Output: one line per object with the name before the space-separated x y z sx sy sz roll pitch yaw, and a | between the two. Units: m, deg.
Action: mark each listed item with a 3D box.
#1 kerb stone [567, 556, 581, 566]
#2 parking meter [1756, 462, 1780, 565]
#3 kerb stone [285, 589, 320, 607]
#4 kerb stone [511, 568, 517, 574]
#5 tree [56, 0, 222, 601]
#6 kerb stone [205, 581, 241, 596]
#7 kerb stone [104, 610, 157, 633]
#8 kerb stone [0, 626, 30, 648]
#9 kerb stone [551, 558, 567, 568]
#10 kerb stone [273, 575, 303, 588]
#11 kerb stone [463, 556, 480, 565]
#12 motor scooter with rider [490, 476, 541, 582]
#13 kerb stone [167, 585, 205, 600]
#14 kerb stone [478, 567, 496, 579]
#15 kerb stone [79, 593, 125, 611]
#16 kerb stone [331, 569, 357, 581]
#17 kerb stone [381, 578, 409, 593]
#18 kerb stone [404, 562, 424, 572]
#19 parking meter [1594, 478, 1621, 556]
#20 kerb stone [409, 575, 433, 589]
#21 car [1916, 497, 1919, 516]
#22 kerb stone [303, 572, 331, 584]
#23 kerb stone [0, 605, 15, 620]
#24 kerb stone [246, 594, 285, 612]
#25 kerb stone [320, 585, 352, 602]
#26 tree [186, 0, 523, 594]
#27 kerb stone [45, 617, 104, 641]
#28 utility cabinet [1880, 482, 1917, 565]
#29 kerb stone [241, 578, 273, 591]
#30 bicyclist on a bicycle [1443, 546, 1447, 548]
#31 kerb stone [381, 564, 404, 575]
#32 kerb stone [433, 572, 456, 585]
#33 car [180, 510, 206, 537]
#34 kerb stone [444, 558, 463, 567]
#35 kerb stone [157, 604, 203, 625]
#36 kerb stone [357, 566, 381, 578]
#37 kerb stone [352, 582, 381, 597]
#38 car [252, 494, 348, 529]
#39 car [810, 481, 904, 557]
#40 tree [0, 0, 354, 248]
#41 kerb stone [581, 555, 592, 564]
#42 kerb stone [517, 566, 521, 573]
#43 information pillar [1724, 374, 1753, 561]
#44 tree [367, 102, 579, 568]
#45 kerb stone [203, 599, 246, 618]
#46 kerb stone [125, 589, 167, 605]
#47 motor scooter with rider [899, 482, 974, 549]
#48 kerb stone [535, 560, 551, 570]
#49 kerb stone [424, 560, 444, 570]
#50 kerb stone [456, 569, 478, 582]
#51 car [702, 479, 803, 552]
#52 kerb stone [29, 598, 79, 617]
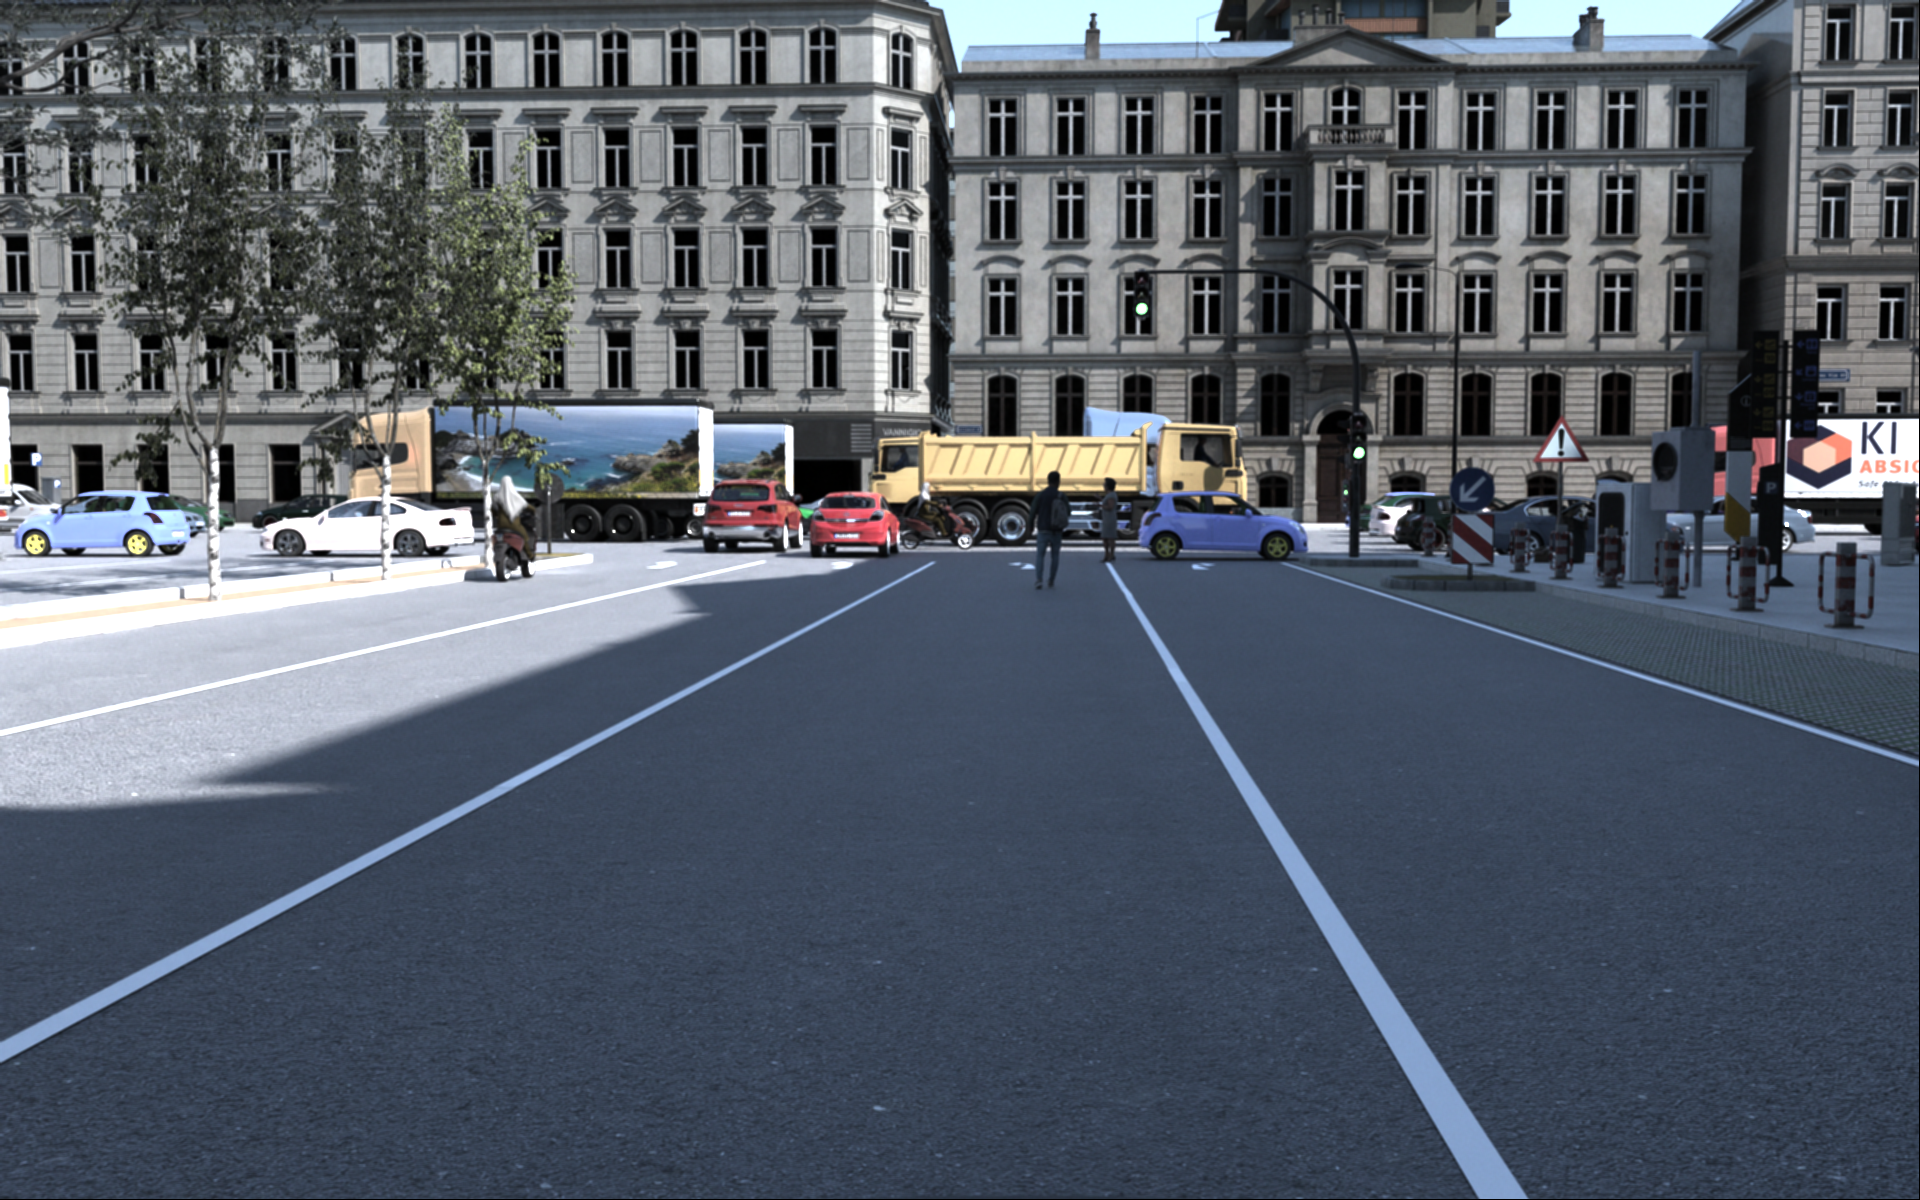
kerb stone | -7.876 -0.773 34.838 0.120 0.150 1.000 0 4 3
parking meter | 14.750 -1.583 31.591 0.399 1.863 0.255 1 4 18
kerb stone | -8.621 -0.014 22.489 0.120 0.150 1.000 0 4 3
kerb stone | -8.123 -0.521 30.707 0.120 0.150 1.000 0 4 3
tree | -9.959 -4.300 23.128 4.360 8.622 3.978 0 3 0
kerb stone | -10.590 -0.153 24.690 0.120 0.150 1.000 0 4 3
kerb stone | -8.867 0.234 18.366 0.120 0.150 1.000 0 4 3
kerb stone | -8.993 0.360 16.312 0.120 0.150 1.000 0 4 3
kerb stone | -7.934 -0.711 33.812 0.120 0.150 1.000 0 4 3
kerb stone | -10.472 -0.279 26.752 0.120 0.150 1.000 0 4 3
kerb stone | -9.967 -0.781 34.973 0.120 0.150 1.000 0 4 3
motor scooter with rider | -7.403 -1.218 28.882 0.876 1.779 1.986 0 4 2
kerb stone | -10.656 -0.090 23.663 0.120 0.150 1.000 0 4 3
kerb stone | -8.184 -0.456 29.682 0.120 0.150 1.000 0 4 3
kerb stone | -10.776 0.036 21.605 0.120 0.150 1.000 0 4 3
kerb stone | -10.337 -0.400 28.807 0.120 0.150 1.000 0 4 3
kerb stone | -8.426 -0.207 25.576 0.120 0.150 1.000 0 4 3
kerb stone | -10.163 -0.592 31.889 0.120 0.150 1.000 0 4 3
parking meter | 10.402 -1.188 27.831 0.372 1.533 0.369 0 3 0
kerb stone | -8.375 -0.269 26.602 0.120 0.150 1.000 0 4 3
car | 30.405 -2.554 53.556 2.131 1.459 4.920 0 4 3
kerb stone | -10.408 -0.336 27.780 0.120 0.150 1.000 0 4 3
kerb stone | -10.898 0.162 19.548 0.120 0.150 1.000 0 4 3
kerb stone | -8.680 0.045 21.455 0.120 0.150 1.000 0 4 3
kerb stone | -8.557 -0.079 23.514 0.120 0.150 1.000 0 4 3
tree | -9.125 -4.570 27.537 4.360 8.622 3.978 0 3 0
kerb stone | -8.937 0.297 17.337 0.120 0.150 1.000 0 4 3
utility cabinet | 16.954 -1.380 31.246 0.318 1.500 1.173 3 5 41
kerb stone | -10.526 -0.215 25.718 0.120 0.150 1.000 0 4 3
bicyclist on a bicycle | 13.386 -2.190 45.829 1.625 1.676 1.499 0 4 4
kerb stone | -10.212 -0.528 30.861 0.120 0.150 1.000 0 4 3
kerb stone | -8.310 -0.332 27.627 0.120 0.150 1.000 0 4 3
car | -27.320 -2.770 57.286 4.499 1.417 2.014 0 4 2
kerb stone | -10.028 -0.719 33.945 0.120 0.150 1.000 0 4 3
kerb stone | -8.810 0.172 19.391 0.120 0.150 1.000 0 4 3
kerb stone | -10.282 -0.463 29.833 0.120 0.150 1.000 0 4 3
kerb stone | -8.492 -0.140 24.539 0.120 0.150 1.000 0 4 3
car | -24.290 -3.370 64.894 4.222 1.686 2.009 0 4 3
car | -2.426 -1.936 40.696 2.155 1.783 4.494 0 4 3
tree | -10.488 -6.151 13.398 12.009 13.543 11.850 0 3 0
kerb stone | -7.810 -0.836 35.867 0.120 0.150 1.000 0 4 3
kerb stone | -8.052 -0.583 31.743 0.120 0.150 1.000 0 4 3
information pillar | 15.004 -2.567 33.329 0.504 3.616 0.183 0 4 -3
tree | -8.859 -4.853 32.170 4.737 8.622 4.395 0 3 0
kerb stone | -8.745 0.108 20.424 0.120 0.150 1.000 0 4 3
kerb stone | -10.715 -0.027 22.634 0.120 0.150 1.000 0 4 3
motor scooter with rider | -0.627 -2.193 44.813 1.986 1.779 0.876 0 4 4
kerb stone | -8.000 -0.645 32.782 0.120 0.150 1.000 0 4 3
kerb stone | -10.096 -0.655 32.918 0.120 0.150 1.000 0 4 3
kerb stone | -8.248 -0.390 28.652 0.120 0.150 1.000 0 4 3
car | -5.244 -2.171 44.173 2.281 1.827 5.304 0 4 2
kerb stone | -10.840 0.104 20.574 0.120 0.150 1.000 0 4 3
